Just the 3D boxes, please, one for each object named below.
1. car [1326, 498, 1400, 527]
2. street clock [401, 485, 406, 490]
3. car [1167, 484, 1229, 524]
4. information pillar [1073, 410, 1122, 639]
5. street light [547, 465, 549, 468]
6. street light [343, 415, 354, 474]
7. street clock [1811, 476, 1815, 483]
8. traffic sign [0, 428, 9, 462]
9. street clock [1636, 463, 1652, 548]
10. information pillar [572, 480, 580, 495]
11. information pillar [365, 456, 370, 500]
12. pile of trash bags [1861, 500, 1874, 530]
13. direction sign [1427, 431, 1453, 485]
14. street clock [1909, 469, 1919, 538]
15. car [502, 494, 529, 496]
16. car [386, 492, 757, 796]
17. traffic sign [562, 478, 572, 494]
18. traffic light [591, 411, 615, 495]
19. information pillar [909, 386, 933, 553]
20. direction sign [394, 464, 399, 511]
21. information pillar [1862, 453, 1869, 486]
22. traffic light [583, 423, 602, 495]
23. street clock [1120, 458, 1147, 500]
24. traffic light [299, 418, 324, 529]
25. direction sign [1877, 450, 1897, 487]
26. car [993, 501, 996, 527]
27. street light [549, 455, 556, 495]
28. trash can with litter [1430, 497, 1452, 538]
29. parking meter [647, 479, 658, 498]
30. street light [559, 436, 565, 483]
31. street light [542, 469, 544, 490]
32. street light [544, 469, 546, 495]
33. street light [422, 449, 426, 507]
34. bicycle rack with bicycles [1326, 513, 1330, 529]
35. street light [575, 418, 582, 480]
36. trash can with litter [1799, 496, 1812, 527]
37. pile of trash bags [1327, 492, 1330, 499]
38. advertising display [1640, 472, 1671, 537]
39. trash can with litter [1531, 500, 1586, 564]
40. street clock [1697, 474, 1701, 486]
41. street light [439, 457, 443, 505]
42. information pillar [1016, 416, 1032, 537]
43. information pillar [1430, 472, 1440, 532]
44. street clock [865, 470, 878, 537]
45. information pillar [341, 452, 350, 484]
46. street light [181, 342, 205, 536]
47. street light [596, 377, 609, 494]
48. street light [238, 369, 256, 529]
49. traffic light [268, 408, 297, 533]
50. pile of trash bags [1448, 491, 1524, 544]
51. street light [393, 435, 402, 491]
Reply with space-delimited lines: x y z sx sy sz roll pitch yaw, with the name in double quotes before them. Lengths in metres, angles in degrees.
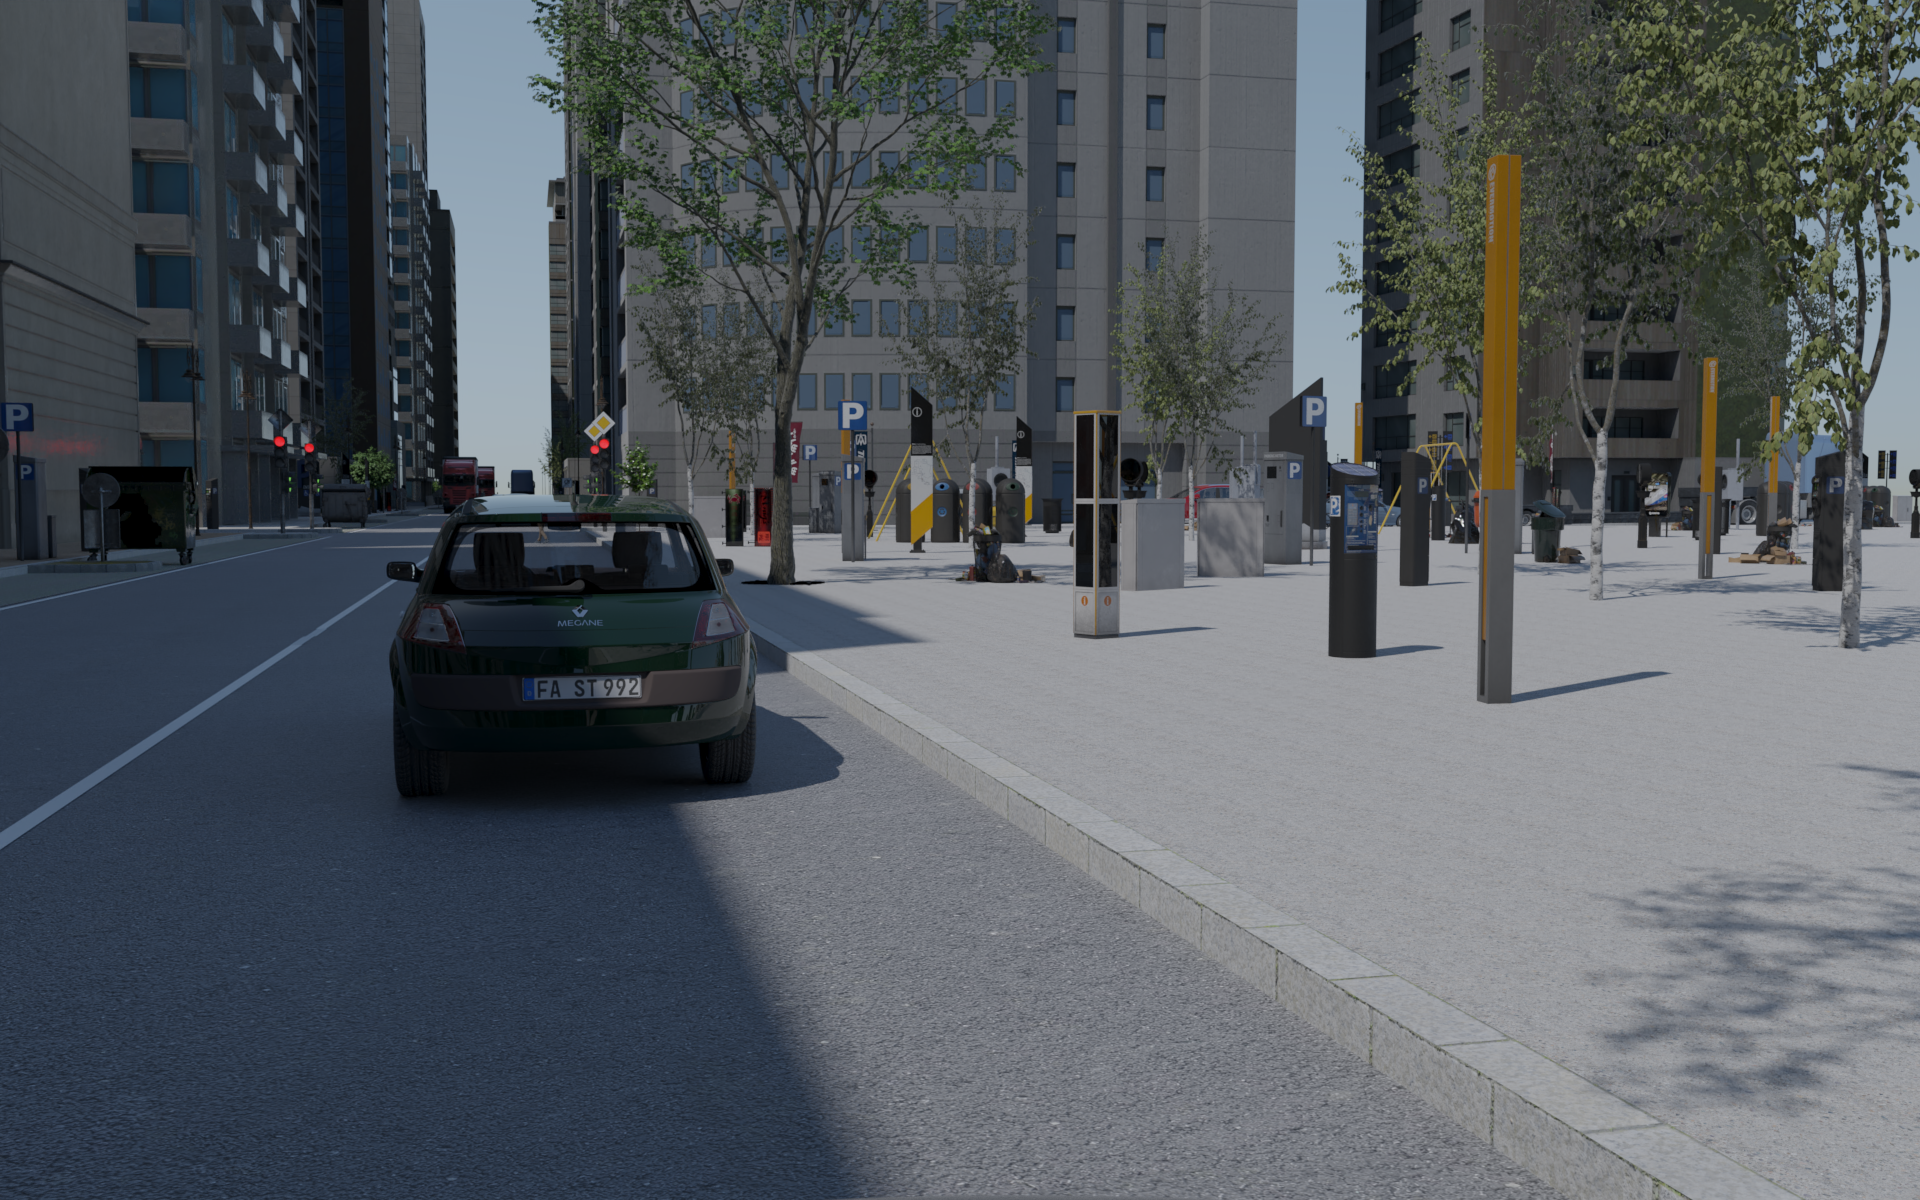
"car" 16.487 -3.614 71.094 4.499 1.417 2.014 -1 4 -12
"street clock" -43.846 -8.071 136.524 0.358 2.002 0.471 -2 4 -31
"car" 9.540 -3.613 67.753 5.304 1.827 2.281 -1 4 -15
"information pillar" 1.218 -0.668 15.412 0.304 2.012 0.304 -3 4 -39
"street light" -50.485 -14.719 213.444 0.468 5.910 1.993 -1 4 -14
"street light" -34.887 -7.715 98.920 0.468 5.910 1.993 -1 4 -14
"street clock" 32.515 -3.734 65.622 0.471 2.002 0.358 -1 4 -9
"traffic sign" -17.493 -1.899 31.148 0.768 2.556 0.104 -1 4 -8
"street clock" 16.159 -2.226 40.960 0.358 2.002 0.471 0 4 5
"information pillar" -20.049 -5.257 90.442 0.304 2.012 0.304 -3 5 -42
"information pillar" -36.863 -7.117 107.712 0.183 3.616 0.504 -3 5 -40
"pile of trash bags" 31.886 -3.224 62.471 1.912 1.369 3.447 2 4 31
"direction sign" 17.268 -4.303 62.358 0.876 3.537 0.379 0 4 7
"street clock" 27.672 -2.786 50.118 0.358 2.002 0.471 0 4 -2
"car" -19.778 -4.000 77.202 2.131 1.459 4.920 -1 4 -15
"car" -2.210 0.002 9.752 2.009 1.686 4.222 -1 4 -14
"traffic sign" -25.147 -6.651 110.869 0.606 2.300 0.079 -1 4 -11
"traffic light" -12.116 -4.279 58.883 0.839 4.253 0.868 -1 4 -14
"information pillar" -0.843 -2.831 37.639 0.504 3.616 0.183 0 4 4
"direction sign" -42.654 -8.500 130.967 0.379 3.537 0.876 -2 4 -26
"information pillar" 47.416 -6.094 90.990 0.504 3.616 0.183 1 4 18
"traffic light" -14.064 -4.753 66.628 0.839 4.253 0.868 -1 4 -14
"street clock" 3.424 -1.846 34.754 0.471 2.002 0.358 1 4 17
"traffic light" -24.012 -4.599 64.119 0.839 4.253 0.868 -1 4 -14
"direction sign" 47.896 -5.965 89.524 0.876 3.537 0.379 1 4 14
"car" 0.453 -3.508 67.575 3.980 1.641 2.015 -1 4 -13
"street light" -41.857 -12.582 178.508 0.468 5.910 1.993 -1 4 -14
"trash can with litter" 14.513 -2.421 50.636 2.233 1.210 1.678 0 4 -1
"parking meter" -11.918 -3.753 67.079 0.399 1.863 0.255 0 4 0
"street light" -33.012 -10.449 143.626 0.468 5.910 1.993 -1 4 -14
"street light" -62.043 -17.505 258.988 0.468 5.910 1.993 -1 4 -14
"street light" -53.179 -15.372 224.111 0.468 5.910 1.993 -1 4 -14
"street light" -53.836 -12.320 174.218 0.468 5.910 1.993 -1 4 -14
"bicycle rack with bicycles" 12.081 -2.973 61.992 2.925 0.926 2.852 -2 4 -24
"street light" -22.745 -7.979 103.240 0.468 5.910 1.993 -1 4 -14
"trash can with litter" 33.755 -3.558 69.236 2.233 1.210 1.678 -1 4 -20
"pile of trash bags" 32.160 -8.855 154.539 3.447 1.369 1.912 1 4 15
"advertising display" 20.734 -2.840 51.643 0.123 1.923 0.974 -2 4 -30
"trash can with litter" 11.182 -1.279 32.292 0.624 1.170 1.055 -2 4 -33
"street clock" 24.731 -3.236 57.484 0.471 2.002 0.358 0 4 8
"street light" -62.580 -14.455 209.125 0.468 5.910 1.993 -1 4 -14
"information pillar" 1.907 -3.696 51.792 0.504 3.616 0.183 1 4 12
"information pillar" 15.912 -3.282 58.153 0.304 2.012 0.304 0 4 5
"street clock" -2.687 -2.870 51.498 0.471 2.002 0.358 0 4 3
"information pillar" -34.387 -6.457 96.923 0.183 3.616 0.504 2 4 32
"street light" -23.405 -4.906 52.996 0.468 5.910 1.993 -1 4 -14
"street light" -14.108 -5.842 68.307 0.468 5.910 1.993 -1 4 -14
"street light" -26.204 -5.568 63.823 0.468 5.910 1.993 -1 4 -14
"traffic light" -22.065 -4.126 56.374 0.839 4.253 0.868 -1 4 -14
"pile of trash bags" 13.518 -2.132 44.616 1.912 1.369 3.447 1 4 19
"street light" -44.823 -10.135 138.500 0.468 5.910 1.993 -1 4 -14
